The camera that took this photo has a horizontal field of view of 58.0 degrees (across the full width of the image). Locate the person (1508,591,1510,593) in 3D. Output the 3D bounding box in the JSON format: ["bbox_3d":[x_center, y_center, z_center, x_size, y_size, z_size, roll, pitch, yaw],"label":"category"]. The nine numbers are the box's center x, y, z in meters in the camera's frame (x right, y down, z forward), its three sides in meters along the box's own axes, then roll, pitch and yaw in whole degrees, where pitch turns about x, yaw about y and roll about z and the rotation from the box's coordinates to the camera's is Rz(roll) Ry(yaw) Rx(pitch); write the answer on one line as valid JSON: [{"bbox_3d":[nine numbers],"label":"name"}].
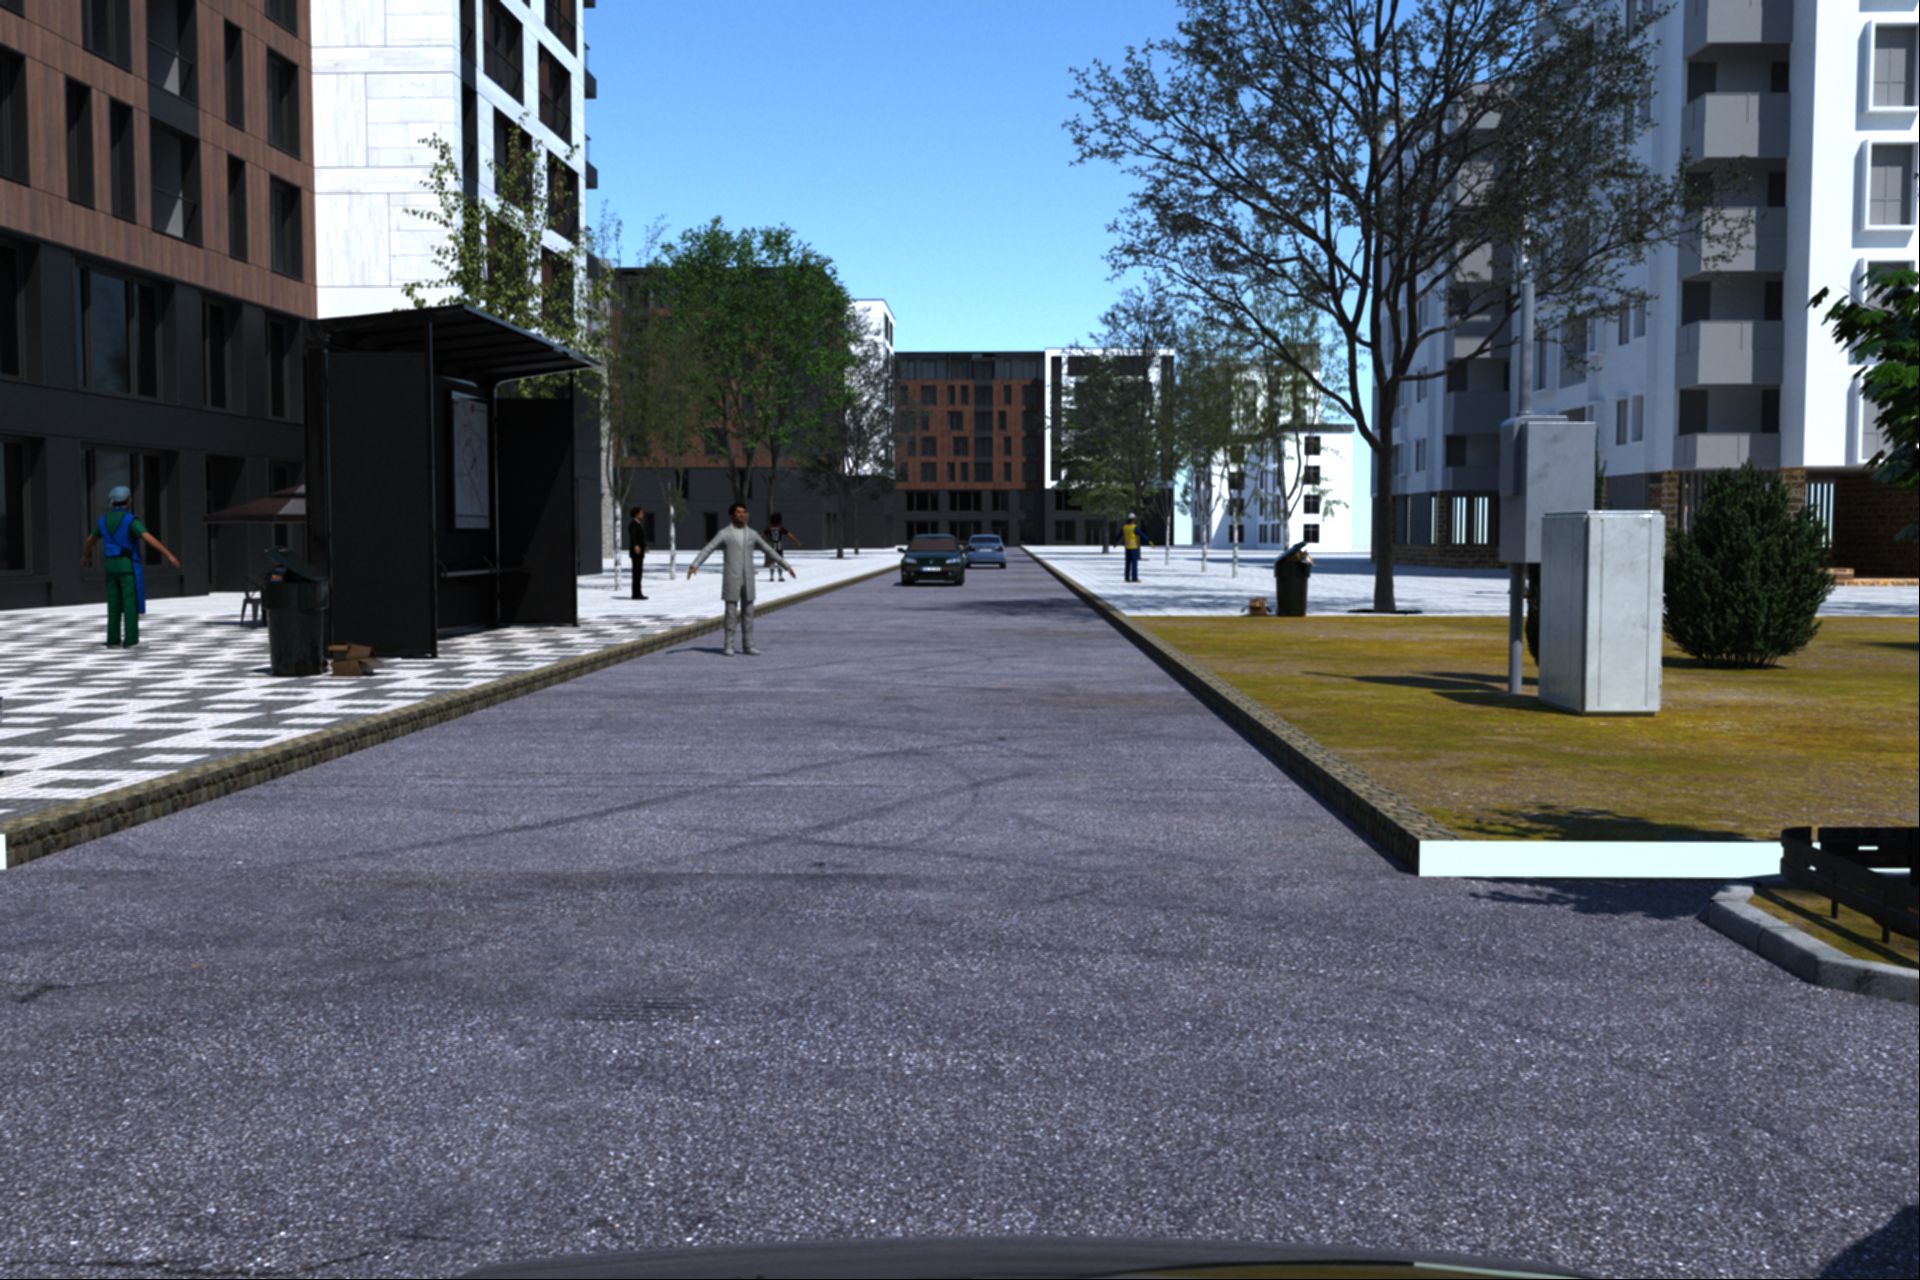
[{"bbox_3d":[12.007,-1.929,37.301,0.705,1.858,1.354,2,4,34],"label":"person"}]

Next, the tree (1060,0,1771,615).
[{"bbox_3d":[6.757,-7.170,27.592,12.009,13.543,11.850,0,3,0],"label":"tree"}]

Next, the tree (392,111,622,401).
[{"bbox_3d":[-8.220,-4.936,31.074,4.737,8.622,4.395,0,3,0],"label":"tree"}]

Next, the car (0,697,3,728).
[{"bbox_3d":[-5.795,0.331,7.169,1.945,1.354,3.894,0,4,2],"label":"car"}]

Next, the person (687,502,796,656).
[{"bbox_3d":[-2.606,-0.725,20.501,1.347,1.806,0.705,-2,4,-28],"label":"person"}]

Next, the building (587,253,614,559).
[{"bbox_3d":[-26.687,-12.733,74.637,16.747,18.905,31.486,0,4,1],"label":"building"}]

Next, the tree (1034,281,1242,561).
[{"bbox_3d":[8.705,-10.617,83.954,12.009,13.543,11.850,0,3,0],"label":"tree"}]

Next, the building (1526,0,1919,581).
[{"bbox_3d":[23.662,-12.147,55.023,16.016,20.090,11.380,0,4,1],"label":"building"}]

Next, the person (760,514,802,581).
[{"bbox_3d":[-4.977,-2.498,46.987,1.345,1.843,0.704,0,4,6],"label":"person"}]

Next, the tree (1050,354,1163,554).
[{"bbox_3d":[9.305,-11.697,109.375,7.486,12.596,7.792,0,3,0],"label":"tree"}]

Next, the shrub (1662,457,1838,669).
[{"bbox_3d":[7.521,-0.751,16.704,1.690,2.028,1.600,0,3,0],"label":"shrub"}]

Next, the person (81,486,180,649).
[{"bbox_3d":[-9.379,-0.815,19.460,1.347,1.817,0.704,1,4,18],"label":"person"}]

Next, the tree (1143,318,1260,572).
[{"bbox_3d":[8.366,-6.632,58.793,4.360,8.622,3.978,0,3,0],"label":"tree"}]

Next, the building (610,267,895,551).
[{"bbox_3d":[-20.598,-18.664,149.128,27.936,21.610,32.646,0,4,2],"label":"building"}]

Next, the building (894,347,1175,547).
[{"bbox_3d":[7.675,-21.801,202.871,32.646,21.610,27.936,0,4,2],"label":"building"}]

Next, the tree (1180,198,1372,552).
[{"bbox_3d":[7.250,-5.335,37.584,4.360,8.622,3.978,0,3,0],"label":"tree"}]

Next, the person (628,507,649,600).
[{"bbox_3d":[-6.291,-1.696,33.913,0.705,1.806,1.347,0,4,-3],"label":"person"}]

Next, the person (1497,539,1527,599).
[{"bbox_3d":[11.191,-1.732,34.597,0.705,1.796,1.348,-2,4,-29],"label":"person"}]

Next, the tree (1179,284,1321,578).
[{"bbox_3d":[8.071,-6.152,50.952,4.360,8.622,3.978,0,3,0],"label":"tree"}]

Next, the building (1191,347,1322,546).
[{"bbox_3d":[29.634,-19.977,183.049,16.016,20.090,11.380,0,4,1],"label":"building"}]

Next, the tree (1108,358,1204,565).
[{"bbox_3d":[8.717,-7.411,71.531,4.360,8.622,3.978,0,3,0],"label":"tree"}]

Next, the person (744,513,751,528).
[{"bbox_3d":[-5.305,-2.267,43.201,0.705,1.813,1.348,0,4,-4],"label":"person"}]

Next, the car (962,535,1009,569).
[{"bbox_3d":[1.060,-3.722,72.863,2.014,1.417,4.499,0,4,1],"label":"car"}]

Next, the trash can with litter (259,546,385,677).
[{"bbox_3d":[-5.789,-0.267,15.760,1.055,1.170,0.624,0,4,3],"label":"trash can with litter"}]

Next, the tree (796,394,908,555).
[{"bbox_3d":[-6.739,-10.582,107.421,7.601,10.594,8.767,-2,4,-32],"label":"tree"}]

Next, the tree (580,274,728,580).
[{"bbox_3d":[-7.889,-6.010,48.627,4.360,8.622,3.978,0,3,0],"label":"tree"}]

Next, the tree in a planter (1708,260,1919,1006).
[{"bbox_3d":[3.727,-0.527,5.843,1.991,3.239,1.994,0,4,2],"label":"tree in a planter"}]

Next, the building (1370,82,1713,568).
[{"bbox_3d":[23.580,-13.452,76.367,16.016,20.090,11.380,0,4,1],"label":"building"}]

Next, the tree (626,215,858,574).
[{"bbox_3d":[-7.057,-7.947,55.691,9.928,11.665,9.643,0,3,0],"label":"tree"}]

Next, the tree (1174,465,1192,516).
[{"bbox_3d":[27.991,-16.119,197.965,7.601,10.594,8.767,0,4,1],"label":"tree"}]

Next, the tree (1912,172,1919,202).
[{"bbox_3d":[18.660,-5.521,24.673,8.767,10.594,7.601,1,4,11],"label":"tree"}]

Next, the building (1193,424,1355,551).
[{"bbox_3d":[25.703,-12.470,146.024,9.099,9.664,28.070,0,4,1],"label":"building"}]

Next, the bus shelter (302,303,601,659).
[{"bbox_3d":[-5.846,-1.806,20.806,1.731,3.624,6.357,0,4,1],"label":"bus shelter"}]

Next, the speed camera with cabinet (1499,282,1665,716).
[{"bbox_3d":[4.653,-1.145,13.053,0.660,3.252,2.038,0,4,0],"label":"speed camera with cabinet"}]

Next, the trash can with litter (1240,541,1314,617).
[{"bbox_3d":[4.924,-0.949,26.909,1.055,1.170,0.624,0,4,1],"label":"trash can with litter"}]

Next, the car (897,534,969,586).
[{"bbox_3d":[-0.740,-2.406,49.131,2.009,1.686,4.222,0,4,1],"label":"car"}]

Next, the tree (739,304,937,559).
[{"bbox_3d":[-6.113,-10.942,89.267,12.009,13.543,11.850,0,3,0],"label":"tree"}]

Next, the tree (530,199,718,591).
[{"bbox_3d":[-7.985,-5.423,39.025,4.360,8.622,3.978,0,3,0],"label":"tree"}]

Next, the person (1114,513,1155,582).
[{"bbox_3d":[4.586,-2.455,46.104,1.349,1.833,0.705,3,5,44],"label":"person"}]

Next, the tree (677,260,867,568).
[{"bbox_3d":[-7.098,-8.542,65.424,9.928,11.665,9.643,0,3,0],"label":"tree"}]

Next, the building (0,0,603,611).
[{"bbox_3d":[-26.061,-11.967,39.639,27.936,21.610,32.646,0,4,2],"label":"building"}]

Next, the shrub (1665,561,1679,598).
[{"bbox_3d":[11.416,-0.968,26.936,1.383,1.207,1.383,0,3,0],"label":"shrub"}]
